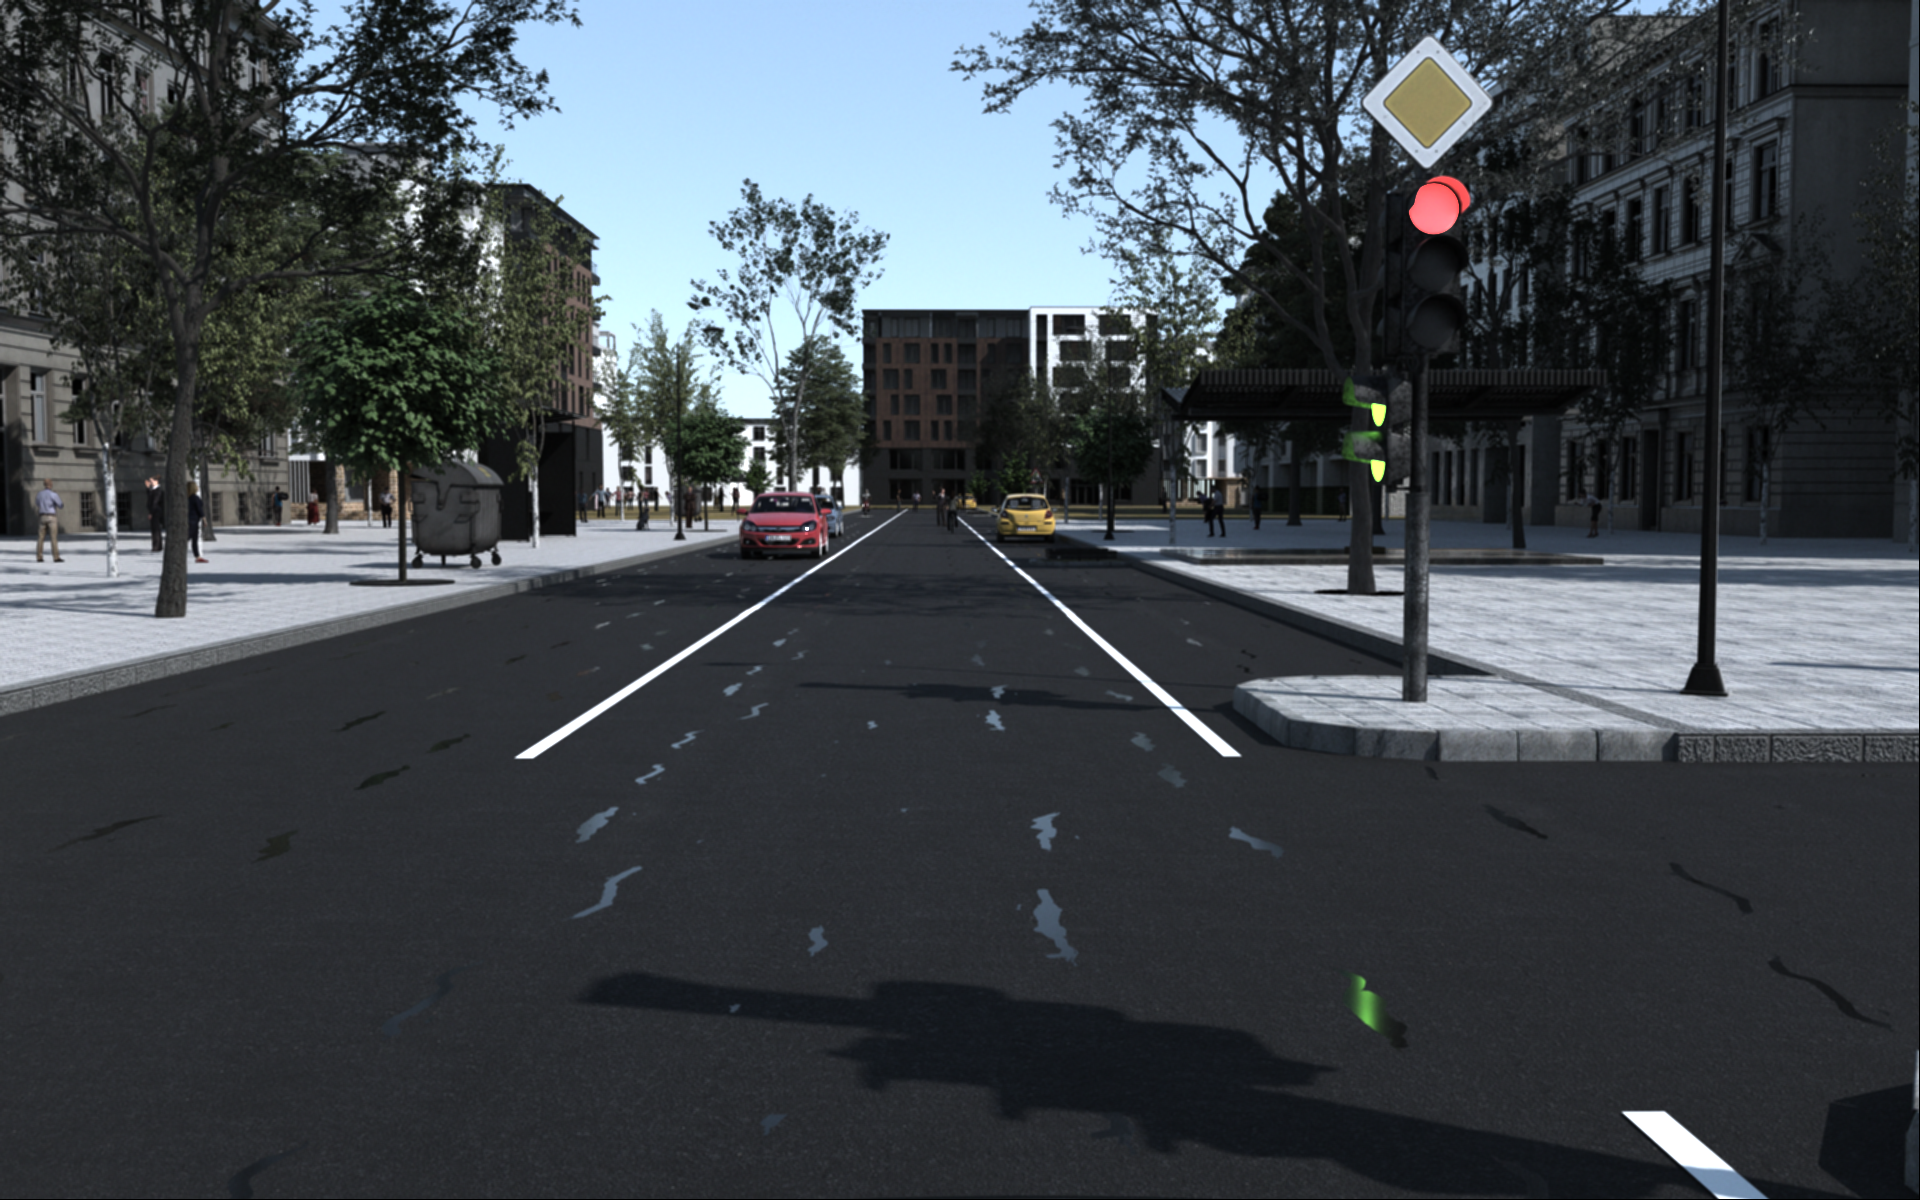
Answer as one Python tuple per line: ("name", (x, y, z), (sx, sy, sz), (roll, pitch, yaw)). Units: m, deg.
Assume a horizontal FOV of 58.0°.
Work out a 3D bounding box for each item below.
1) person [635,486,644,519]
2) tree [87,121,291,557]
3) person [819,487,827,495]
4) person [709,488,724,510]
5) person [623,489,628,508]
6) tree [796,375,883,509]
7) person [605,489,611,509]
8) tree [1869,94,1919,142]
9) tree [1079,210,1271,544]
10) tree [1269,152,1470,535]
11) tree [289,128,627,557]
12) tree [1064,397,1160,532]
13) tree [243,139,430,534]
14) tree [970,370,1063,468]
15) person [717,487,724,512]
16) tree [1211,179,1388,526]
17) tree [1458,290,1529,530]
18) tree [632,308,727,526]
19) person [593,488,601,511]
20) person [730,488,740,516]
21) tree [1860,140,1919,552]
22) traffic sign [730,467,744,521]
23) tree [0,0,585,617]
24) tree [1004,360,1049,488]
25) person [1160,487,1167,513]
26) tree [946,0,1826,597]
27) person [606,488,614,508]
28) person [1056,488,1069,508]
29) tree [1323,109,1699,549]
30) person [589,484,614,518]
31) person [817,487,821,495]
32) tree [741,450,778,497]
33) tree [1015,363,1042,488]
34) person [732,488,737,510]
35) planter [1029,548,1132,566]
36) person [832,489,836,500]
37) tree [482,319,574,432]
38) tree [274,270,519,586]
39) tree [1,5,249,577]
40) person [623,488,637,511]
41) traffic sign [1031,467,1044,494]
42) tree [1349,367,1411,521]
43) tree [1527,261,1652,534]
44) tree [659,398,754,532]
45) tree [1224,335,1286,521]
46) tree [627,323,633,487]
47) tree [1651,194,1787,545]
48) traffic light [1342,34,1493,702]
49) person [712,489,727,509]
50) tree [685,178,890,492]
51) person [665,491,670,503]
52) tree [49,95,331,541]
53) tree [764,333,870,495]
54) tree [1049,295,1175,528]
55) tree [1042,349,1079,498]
("person", (-16.717, -5.105, 90.230), (0.721, 1.735, 1.217), (-2, 4, -24))
("tree", (-15.289, -5.181, 35.079), (4.737, 8.622, 4.395), (0, 3, 0))
("person", (-9.147, -6.745, 117.062), (0.721, 1.736, 1.217), (3, 4, 36))
("person", (-19.616, -8.114, 139.431), (1.217, 1.736, 0.721), (0, 4, -4))
("person", (-30.128, -9.099, 155.544), (1.217, 1.736, 0.721), (2, 4, 27))
("tree", (-9.397, -12.135, 132.825), (7.601, 10.594, 8.767), (-1, 4, -8))
("person", (-31.078, -8.920, 152.800), (0.541, 1.710, 0.530), (0, 4, 5))
("tree", (17.332, -4.854, 29.725), (4.360, 8.622, 3.978), (0, 3, 0))
("tree", (5.746, -5.764, 44.600), (4.737, 8.622, 4.395), (0, 3, 0))
("tree", (13.155, -8.090, 54.335), (6.751, 12.117, 7.091), (0, 3, 0))
("tree", (-10.176, -5.194, 35.290), (4.737, 8.622, 4.395), (0, 3, 0))
("tree", (5.126, -4.587, 58.707), (4.285, 4.588, 4.351), (0, 3, 0))
("tree", (-20.497, -8.438, 56.086), (7.486, 12.596, 7.792), (0, 3, 0))
("tree", (4.171, -11.977, 130.236), (7.601, 10.594, 8.767), (1, 4, 20))
("person", (-17.195, -7.243, 124.483), (0.705, 1.822, 1.348), (-2, 4, -25))
("tree", (13.864, -9.950, 70.099), (7.806, 13.903, 7.818), (0, 3, 0))
("tree", (19.484, -6.832, 62.070), (4.360, 8.622, 3.978), (0, 3, 0))
("tree", (-11.401, -7.198, 68.055), (4.737, 8.622, 4.395), (0, 3, 0))
("person", (-27.475, -7.613, 131.189), (0.621, 1.740, 0.551), (1, 4, 17))
("person", (-13.349, -5.826, 102.771), (0.593, 1.643, 0.415), (-2, 4, -25))
("tree", (20.928, -5.378, 38.290), (4.360, 8.622, 3.978), (0, 3, 0))
("traffic sign", (-10.385, -4.956, 81.031), (0.884, 2.594, 0.081), (0, 4, 7))
("tree", (-7.897, -5.091, 17.653), (7.601, 10.594, 8.767), (1, 4, 11))
("tree", (4.535, -7.667, 75.723), (4.360, 8.622, 3.978), (0, 3, 0))
("person", (13.715, -6.789, 117.570), (0.750, 1.759, 0.617), (3, 5, 40))
("tree", (4.978, -6.812, 21.748), (12.009, 13.543, 11.850), (0, 3, 0))
("person", (-32.912, -9.549, 161.805), (1.348, 1.869, 0.705), (0, 4, -8))
("person", (9.691, -9.612, 163.289), (1.348, 1.812, 0.705), (0, 4, 2))
("tree", (13.165, -6.511, 40.873), (8.767, 10.594, 7.601), (0, 4, -8))
("person", (-19.601, -5.415, 94.567), (1.348, 1.826, 0.705), (-1, 4, -22))
("person", (-10.859, -7.762, 132.969), (1.348, 1.821, 0.705), (3, 4, 36))
("tree", (-8.735, -4.943, 75.422), (1.663, 3.219, 1.824), (0, 3, 0))
("tree", (4.696, -8.677, 92.231), (4.737, 8.622, 4.395), (0, 3, 0))
("person", (-18.444, -8.297, 141.723), (0.705, 1.821, 1.348), (-1, 4, -9))
("planter", (2.423, -0.872, 35.391), (1.991, 0.319, 1.994), (0, 4, -1))
("person", (-10.734, -8.672, 148.510), (0.721, 1.739, 1.217), (0, 4, 2))
("tree", (-18.142, -7.423, 71.736), (4.360, 8.622, 3.978), (0, 3, 0))
("tree", (-8.062, -2.503, 24.643), (4.285, 4.588, 4.351), (0, 3, 0))
("tree", (-12.962, -4.643, 26.269), (4.360, 8.622, 3.978), (0, 3, 0))
("person", (-25.575, -7.798, 134.254), (1.217, 1.736, 0.721), (-1, 4, -19))
("traffic sign", (3.636, -5.072, 82.932), (0.884, 2.594, 0.081), (0, 4, 4))
("tree", (20.483, -8.133, 83.333), (4.737, 8.622, 4.395), (0, 3, 0))
("tree", (20.854, -6.432, 55.521), (4.360, 8.622, 3.978), (0, 3, 0))
("tree", (-8.686, -4.644, 59.635), (4.285, 4.588, 4.351), (0, 3, 0))
("tree", (13.892, -8.002, 81.196), (4.360, 8.622, 3.978), (0, 3, 0))
("tree", (-10.357, -5.547, 41.055), (4.737, 8.622, 4.395), (0, 3, 0))
("tree", (20.558, -5.703, 43.606), (4.360, 8.622, 3.978), (0, 3, 0))
("traffic light", (2.800, -1.308, 10.623), (0.839, 4.213, 0.868), (0, 4, -1))
("person", (-19.693, -8.265, 142.002), (1.217, 1.723, 0.721), (0, 4, 0))
("tree", (-10.443, -15.172, 103.945), (12.611, 20.169, 13.585), (0, 3, 0))
("person", (-15.348, -5.063, 92.059), (0.697, 1.427, 0.421), (1, 4, 20))
("tree", (-20.686, -7.632, 46.837), (6.751, 12.117, 7.091), (0, 3, 0))
("tree", (-9.820, -12.488, 122.307), (7.486, 12.596, 7.792), (0, 3, 0))
("tree", (6.001, -7.026, 65.244), (4.360, 8.622, 3.978), (0, 3, 0))
("tree", (6.733, -8.007, 81.277), (4.737, 8.622, 4.395), (0, 3, 0))
